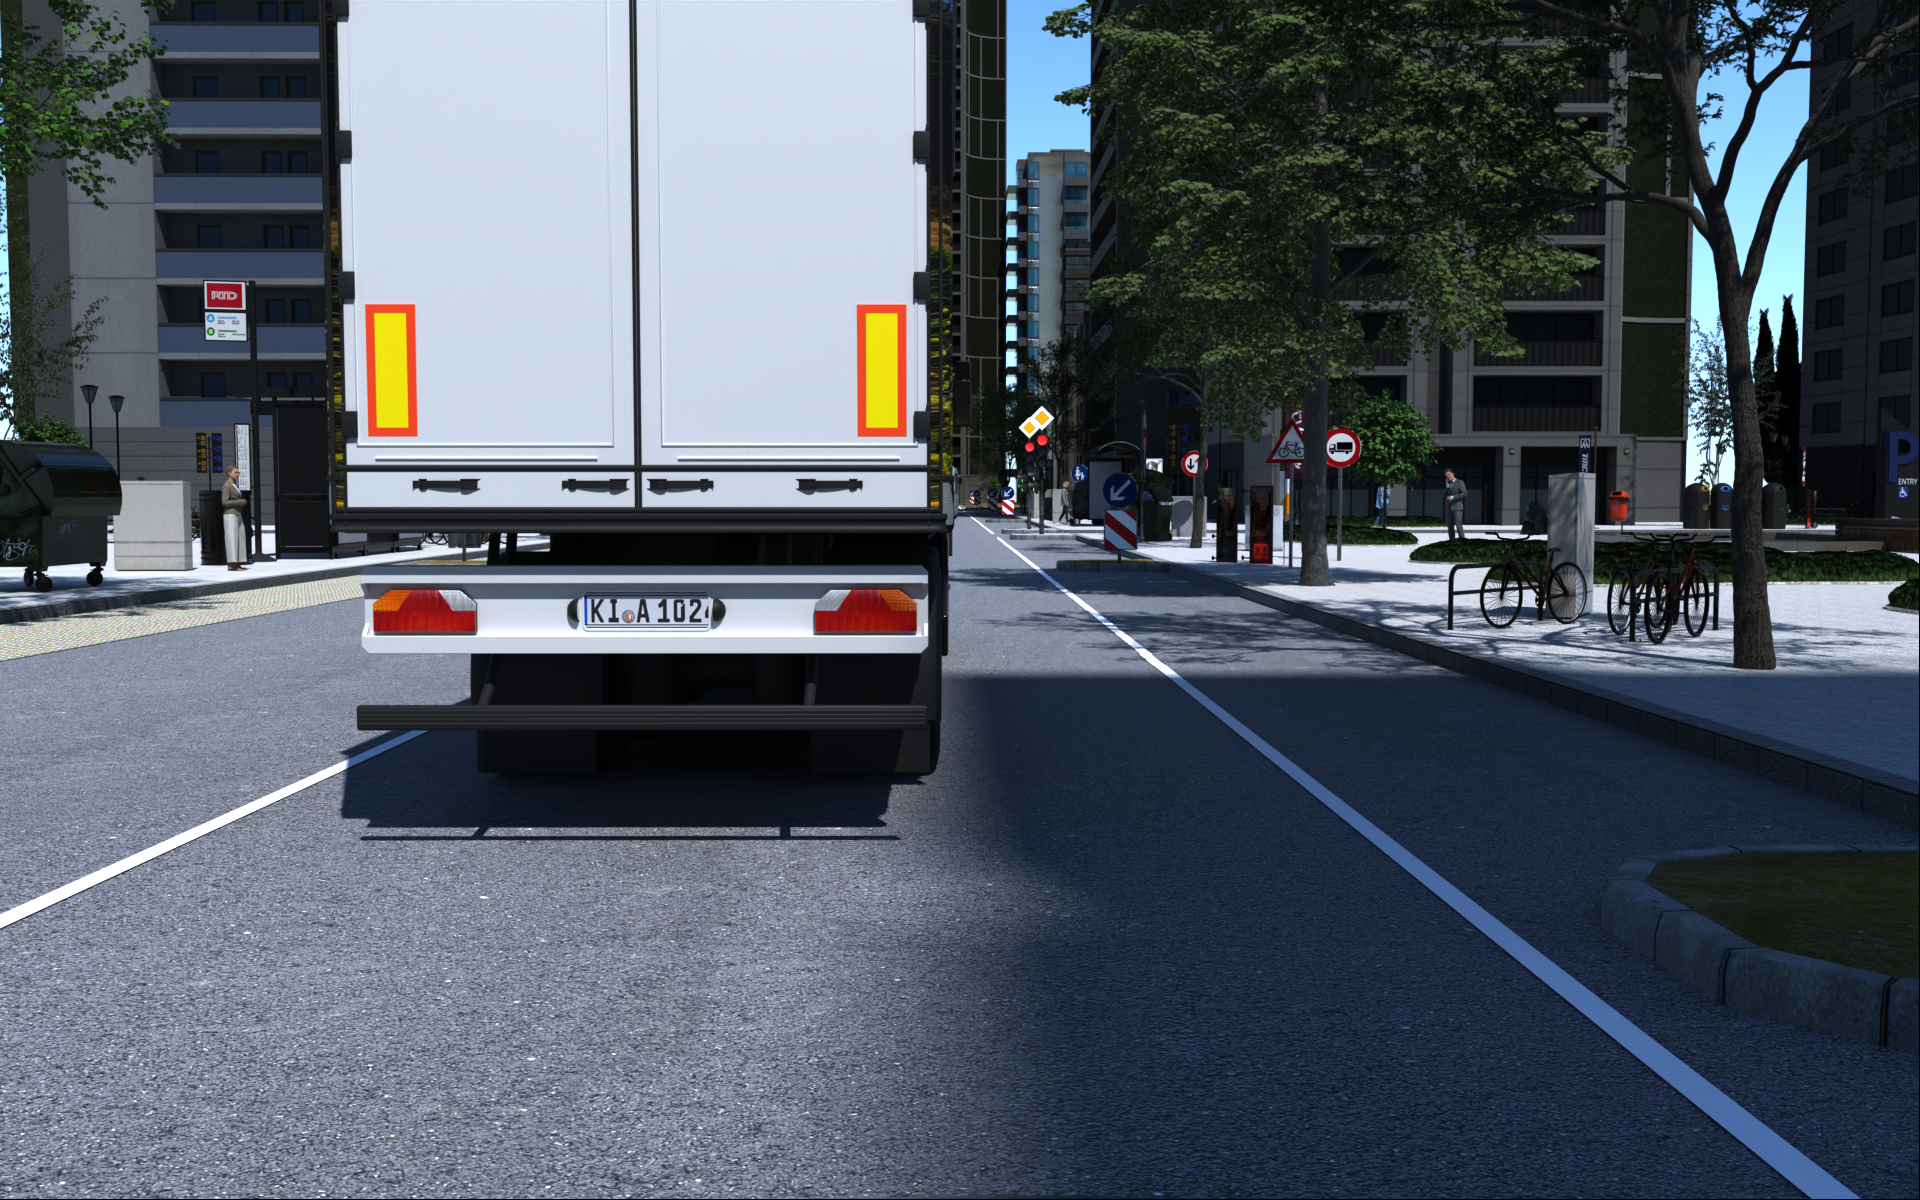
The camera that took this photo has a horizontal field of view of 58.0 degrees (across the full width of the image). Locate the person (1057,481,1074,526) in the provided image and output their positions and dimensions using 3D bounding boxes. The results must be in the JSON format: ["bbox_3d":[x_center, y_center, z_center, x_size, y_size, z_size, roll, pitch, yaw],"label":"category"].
[{"bbox_3d":[4.292,-3.919,70.293,0.728,1.800,0.709,1,4,23],"label":"person"}]

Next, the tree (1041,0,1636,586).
[{"bbox_3d":[5.012,-6.443,23.465,7.486,12.596,7.792,0,3,0],"label":"tree"}]

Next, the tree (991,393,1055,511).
[{"bbox_3d":[4.945,-10.771,126.462,4.360,8.622,3.978,0,3,0],"label":"tree"}]

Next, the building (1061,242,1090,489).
[{"bbox_3d":[18.579,-26.161,199.441,14.160,30.474,14.107,0,4,-1],"label":"building"}]

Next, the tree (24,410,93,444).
[{"bbox_3d":[-35.624,-5.134,67.650,4.285,4.588,4.351,0,3,0],"label":"tree"}]

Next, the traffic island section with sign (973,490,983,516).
[{"bbox_3d":[2.024,-6.498,114.870,1.989,1.847,2.006,0,4,-1],"label":"traffic island section with sign"}]

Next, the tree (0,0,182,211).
[{"bbox_3d":[-11.678,-5.589,17.143,9.928,11.665,9.643,0,3,0],"label":"tree"}]

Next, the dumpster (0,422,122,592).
[{"bbox_3d":[-12.442,-1.270,23.253,1.502,2.255,1.985,0,4,-1],"label":"dumpster"}]

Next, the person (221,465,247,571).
[{"bbox_3d":[-12.103,-1.367,28.938,0.362,1.759,0.519,0,4,-3],"label":"person"}]

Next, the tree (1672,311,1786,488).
[{"bbox_3d":[29.636,-7.166,67.527,4.360,8.622,3.978,0,3,0],"label":"tree"}]

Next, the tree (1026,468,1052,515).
[{"bbox_3d":[4.962,-6.921,107.762,1.663,3.219,1.824,0,3,0],"label":"tree"}]

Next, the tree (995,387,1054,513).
[{"bbox_3d":[4.278,-10.319,119.079,4.737,8.622,4.395,0,3,0],"label":"tree"}]

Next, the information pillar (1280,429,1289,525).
[{"bbox_3d":[11.669,-4.339,62.298,0.183,3.616,0.504,-2,4,-25],"label":"information pillar"}]

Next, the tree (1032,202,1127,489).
[{"bbox_3d":[5.942,-6.504,40.756,7.601,10.594,8.767,0,4,8],"label":"tree"}]

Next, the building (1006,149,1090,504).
[{"bbox_3d":[21.634,-37.947,240.033,30.456,49.044,23.786,0,4,-1],"label":"building"}]

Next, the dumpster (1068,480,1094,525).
[{"bbox_3d":[5.205,-4.105,72.870,1.264,1.857,1.865,0,4,-1],"label":"dumpster"}]

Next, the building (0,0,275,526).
[{"bbox_3d":[-29.126,-33.081,82.877,21.231,58.520,28.212,0,4,-1],"label":"building"}]

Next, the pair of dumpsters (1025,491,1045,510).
[{"bbox_3d":[5.902,-8.116,135.194,1.574,2.255,4.437,0,4,-1],"label":"pair of dumpsters"}]

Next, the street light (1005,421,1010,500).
[{"bbox_3d":[3.551,-8.382,109.585,1.470,5.913,1.316,0,4,-1],"label":"street light"}]

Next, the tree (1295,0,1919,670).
[{"bbox_3d":[5.891,-4.794,12.793,8.767,10.594,7.601,0,4,2],"label":"tree"}]

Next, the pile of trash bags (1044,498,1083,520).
[{"bbox_3d":[5.126,-4.603,85.013,1.912,1.369,3.447,0,4,-3],"label":"pile of trash bags"}]

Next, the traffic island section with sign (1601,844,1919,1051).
[{"bbox_3d":[3.121,0.205,5.271,1.989,1.847,2.006,0,4,-1],"label":"traffic island section with sign"}]

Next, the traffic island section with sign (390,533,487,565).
[{"bbox_3d":[-9.354,-1.449,32.316,1.989,1.847,2.006,0,4,-1],"label":"traffic island section with sign"}]

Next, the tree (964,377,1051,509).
[{"bbox_3d":[4.211,-13.903,153.073,9.928,11.665,9.643,0,3,0],"label":"tree"}]

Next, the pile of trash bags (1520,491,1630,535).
[{"bbox_3d":[19.358,-2.735,54.473,1.912,1.369,3.447,-3,5,-45],"label":"pile of trash bags"}]

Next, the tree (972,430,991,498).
[{"bbox_3d":[3.524,-14.406,185.892,4.360,8.622,3.978,0,3,0],"label":"tree"}]

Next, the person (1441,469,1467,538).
[{"bbox_3d":[11.036,-2.012,38.748,0.447,1.846,0.655,-2,4,-30],"label":"person"}]

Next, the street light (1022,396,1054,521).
[{"bbox_3d":[3.848,-6.694,81.992,1.470,5.913,1.316,0,4,-1],"label":"street light"}]

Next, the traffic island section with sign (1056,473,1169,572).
[{"bbox_3d":[2.847,-1.477,32.783,1.989,1.847,2.006,0,4,-1],"label":"traffic island section with sign"}]

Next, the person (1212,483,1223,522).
[{"bbox_3d":[11.613,-4.306,76.727,0.850,1.792,0.678,2,4,26],"label":"person"}]

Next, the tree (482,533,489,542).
[{"bbox_3d":[-13.115,-6.836,46.179,7.601,10.594,8.767,-1,4,-11],"label":"tree"}]

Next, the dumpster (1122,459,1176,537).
[{"bbox_3d":[5.267,-2.853,49.145,1.502,2.255,1.985,0,4,-1],"label":"dumpster"}]

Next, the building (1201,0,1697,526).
[{"bbox_3d":[22.853,-39.158,78.492,20.611,71.187,20.563,0,4,-1],"label":"building"}]

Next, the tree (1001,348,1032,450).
[{"bbox_3d":[5.725,-9.881,95.962,7.601,10.594,8.767,-2,4,-32],"label":"tree"}]

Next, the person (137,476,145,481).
[{"bbox_3d":[-25.358,-2.911,53.621,0.713,1.824,0.794,3,5,43],"label":"person"}]

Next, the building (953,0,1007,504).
[{"bbox_3d":[-3.896,-48.975,238.988,20.611,71.187,20.563,0,4,-1],"label":"building"}]

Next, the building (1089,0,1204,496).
[{"bbox_3d":[20.731,-30.503,122.430,21.300,48.544,21.600,0,4,-1],"label":"building"}]

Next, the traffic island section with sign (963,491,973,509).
[{"bbox_3d":[1.517,-9.584,165.322,1.989,1.847,2.006,0,4,-1],"label":"traffic island section with sign"}]

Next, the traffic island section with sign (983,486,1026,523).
[{"bbox_3d":[2.299,-4.849,87.916,1.989,1.847,2.006,0,4,-1],"label":"traffic island section with sign"}]

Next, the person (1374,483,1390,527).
[{"bbox_3d":[15.203,-3.433,62.437,0.793,1.790,0.793,2,4,35],"label":"person"}]

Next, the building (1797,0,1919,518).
[{"bbox_3d":[54.951,-39.263,80.194,20.611,71.187,20.563,0,4,-1],"label":"building"}]

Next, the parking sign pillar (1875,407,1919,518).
[{"bbox_3d":[29.187,-3.998,53.839,1.447,3.967,1.447,-1,4,-13],"label":"parking sign pillar"}]

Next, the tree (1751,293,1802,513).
[{"bbox_3d":[59.670,-13.291,119.121,13.155,14.587,18.604,0,4,-5],"label":"tree"}]

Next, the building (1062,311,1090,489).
[{"bbox_3d":[25.341,-20.384,178.318,27.650,21.520,28.899,0,4,-1],"label":"building"}]
